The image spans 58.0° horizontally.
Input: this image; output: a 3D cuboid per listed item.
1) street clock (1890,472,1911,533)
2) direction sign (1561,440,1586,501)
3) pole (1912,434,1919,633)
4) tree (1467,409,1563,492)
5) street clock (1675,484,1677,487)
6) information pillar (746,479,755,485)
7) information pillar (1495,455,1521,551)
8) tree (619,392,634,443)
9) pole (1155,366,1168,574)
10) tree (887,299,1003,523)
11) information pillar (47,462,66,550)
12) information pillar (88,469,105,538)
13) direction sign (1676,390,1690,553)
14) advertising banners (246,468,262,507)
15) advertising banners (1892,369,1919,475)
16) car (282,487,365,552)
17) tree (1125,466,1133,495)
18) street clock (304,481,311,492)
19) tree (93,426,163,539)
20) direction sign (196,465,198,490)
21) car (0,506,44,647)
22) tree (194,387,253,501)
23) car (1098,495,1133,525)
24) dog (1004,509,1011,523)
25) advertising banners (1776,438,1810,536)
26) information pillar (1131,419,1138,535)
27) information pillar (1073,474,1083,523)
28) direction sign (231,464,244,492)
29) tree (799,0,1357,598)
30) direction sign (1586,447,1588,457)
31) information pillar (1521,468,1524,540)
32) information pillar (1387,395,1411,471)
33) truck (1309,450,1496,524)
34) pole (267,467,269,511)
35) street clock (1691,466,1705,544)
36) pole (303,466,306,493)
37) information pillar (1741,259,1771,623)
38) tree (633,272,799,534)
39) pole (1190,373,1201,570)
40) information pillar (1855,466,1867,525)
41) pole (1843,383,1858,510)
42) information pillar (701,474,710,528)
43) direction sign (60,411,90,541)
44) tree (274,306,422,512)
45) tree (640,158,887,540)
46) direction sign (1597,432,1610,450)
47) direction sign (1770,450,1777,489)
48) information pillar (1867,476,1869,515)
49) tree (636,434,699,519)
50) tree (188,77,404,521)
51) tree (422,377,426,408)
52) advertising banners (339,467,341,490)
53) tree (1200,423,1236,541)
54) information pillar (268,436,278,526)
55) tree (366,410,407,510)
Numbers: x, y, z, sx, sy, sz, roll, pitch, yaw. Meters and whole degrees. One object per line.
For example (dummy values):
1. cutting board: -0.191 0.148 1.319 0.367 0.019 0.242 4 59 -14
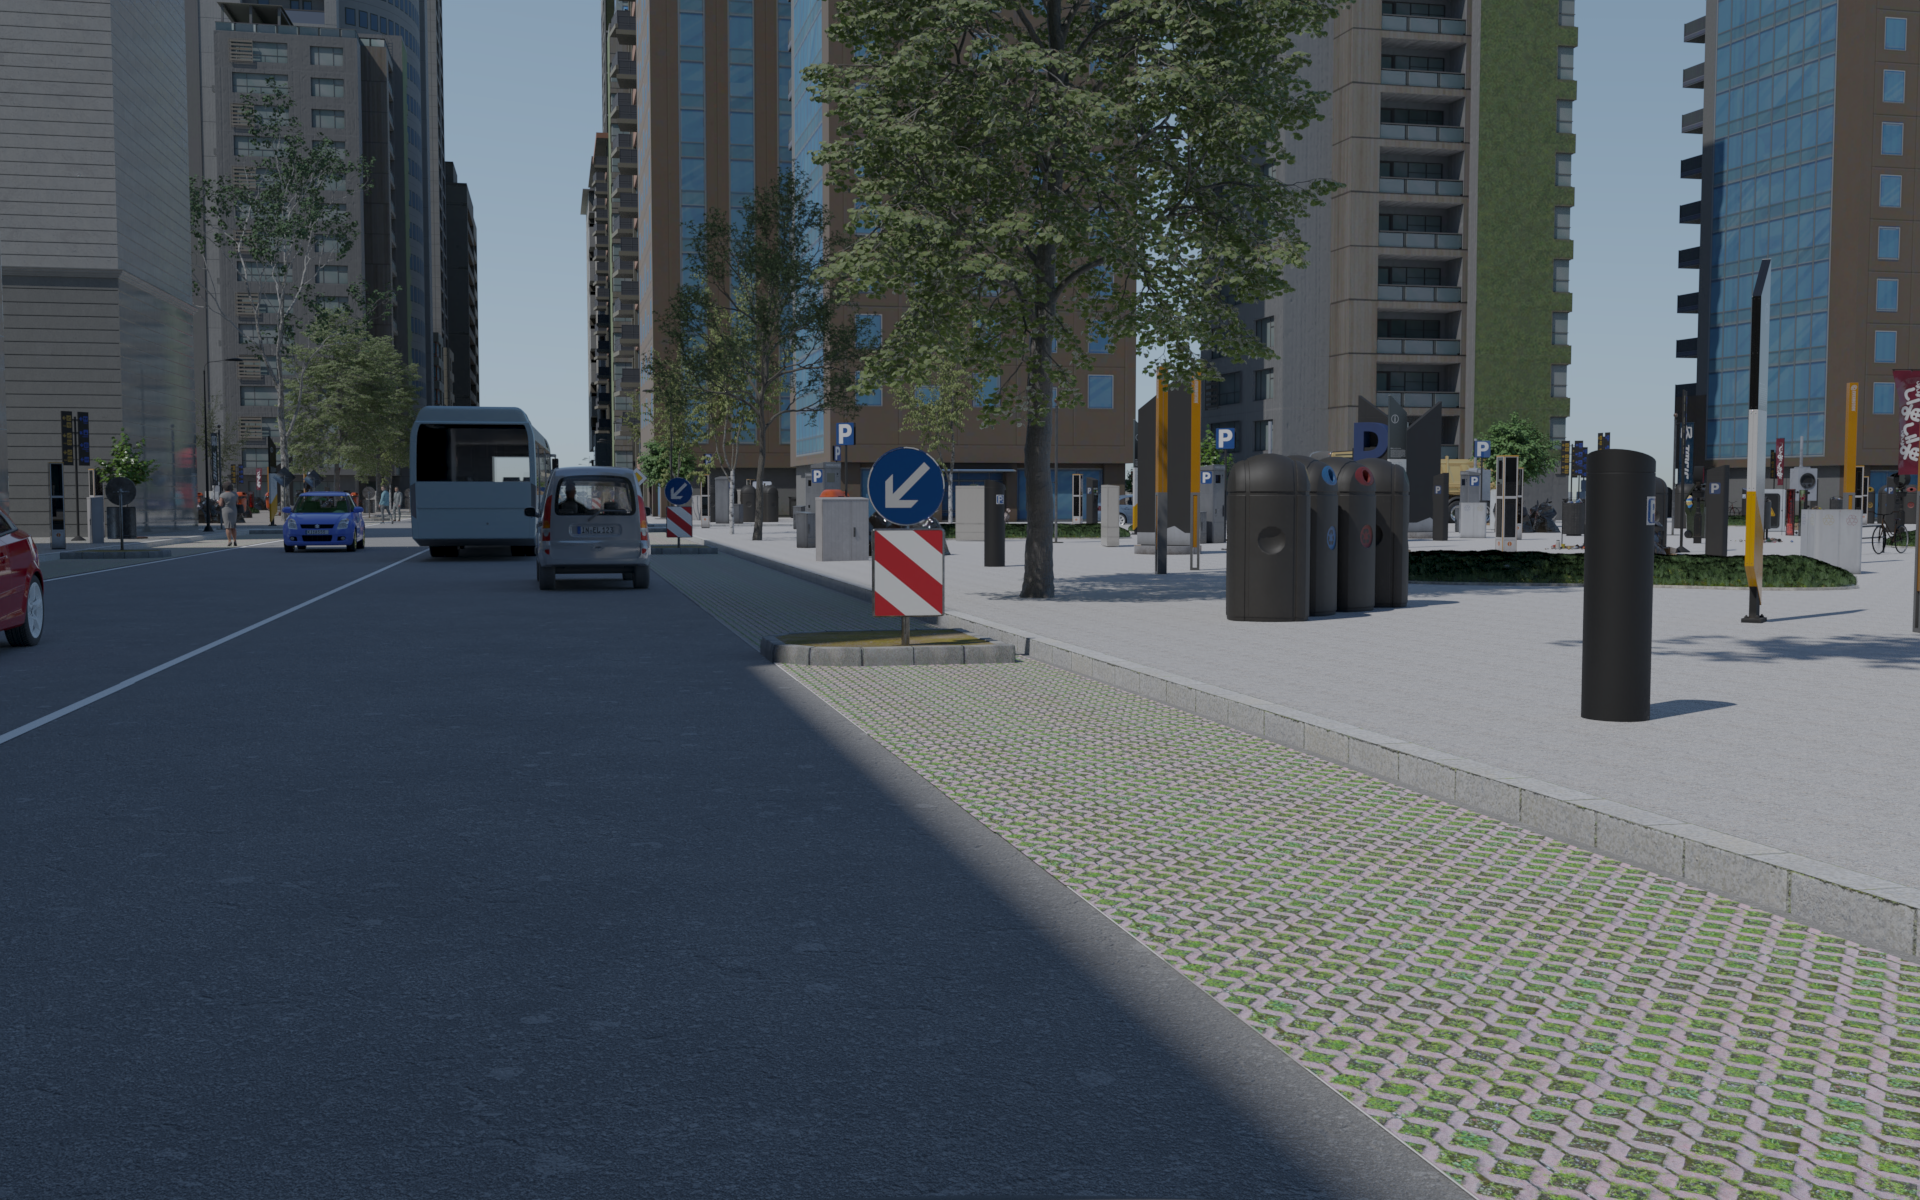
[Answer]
1. street clock: 30.417 -3.143 55.965 0.358 2.002 0.471 -1 4 -20
2. direction sign: 25.881 -4.973 73.305 0.876 3.537 0.379 1 4 18
3. pole: 8.926 -1.350 15.918 0.158 3.312 0.155 0 3 0
4. tree: 21.389 -5.096 67.026 4.285 4.588 4.351 0 3 0
5. street clock: 47.564 -6.729 114.595 0.471 2.002 0.358 -1 4 -22
6. information pillar: -10.377 -4.981 85.936 0.304 2.012 0.304 3 5 44
7. information pillar: 10.418 -1.744 33.010 0.304 2.012 0.304 -1 4 -10
8. tree: -13.548 -8.134 83.359 4.737 8.622 4.395 0 3 0
9. pole: 3.220 -2.069 27.676 0.158 3.312 0.155 0 3 0
10. tree: -0.587 -6.908 63.314 4.737 8.622 4.395 0 3 0
11. information pillar: -20.920 -2.179 40.117 0.304 2.012 0.304 -2 4 -34
12. information pillar: -25.332 -2.835 50.839 0.304 2.012 0.304 3 4 38
13. direction sign: 15.855 -2.812 37.974 0.379 3.537 0.876 2 4 27
14. advertising banners: -48.016 -7.403 117.220 2.074 3.025 0.090 1 4 22
15. advertising banners: 14.087 -1.721 24.323 2.074 3.025 0.090 0 4 1
16. car: -16.105 -2.100 43.919 1.945 1.707 3.694 -1 4 -14
17. tree: 11.995 -7.662 119.868 1.663 3.219 1.824 0 3 0
18. street clock: -36.151 -5.588 95.938 0.358 2.002 0.471 -3 5 -40
19. tree: -23.995 -3.363 49.590 1.663 3.219 1.824 0 3 0
20. direction sign: -54.648 -8.076 124.044 0.379 3.537 0.876 -1 4 -21
21. car: -9.221 -0.348 14.725 2.155 1.783 4.494 -1 4 -15
22. tree: -51.706 -10.397 120.359 4.360 8.622 3.978 0 3 0
23. car: 7.812 -3.826 74.552 4.499 1.417 2.014 -1 4 -12
24. dog: 1.917 -3.466 73.504 0.513 0.831 0.800 0 3 0
25. advertising banners: 25.572 -3.490 53.250 0.090 3.025 2.074 0 4 -1
26. information pillar: 5.658 -3.864 54.537 0.504 3.616 0.183 -2 4 -27
27. information pillar: 4.348 -3.639 63.989 0.304 2.012 0.304 2 4 23
28. direction sign: -54.821 -8.527 131.410 0.876 3.537 0.379 -1 4 -20
29. tree: 1.273 -6.322 21.494 7.486 12.596 7.792 0 3 0
30. direction sign: 29.759 -5.582 83.265 0.876 3.537 0.379 -1 4 -15
31. information pillar: 15.513 -2.686 48.404 0.304 2.012 0.304 -1 4 -16
32. information pillar: 10.357 -3.044 41.125 0.504 3.616 0.183 -1 4 -20
33. truck: 19.621 -5.005 77.762 9.791 3.379 3.469 -1 4 -11
34. pole: -51.678 -8.301 129.569 0.158 3.312 0.155 0 3 0
35. street clock: 19.138 -2.466 44.893 0.358 2.002 0.471 2 4 29
36. pole: -46.663 -7.926 123.432 0.158 3.312 0.155 0 3 0
37. information pillar: 7.908 -1.579 17.173 0.183 3.616 0.504 2 4 34
38. tree: -7.250 -6.411 55.184 4.737 8.622 4.395 0 3 0
39. pole: 3.956 -2.154 29.065 0.158 3.312 0.155 0 3 0
40. information pillar: 23.252 -2.478 45.003 0.304 2.012 0.304 1 4 9
41. pole: 16.352 -2.323 31.827 0.158 3.312 0.155 0 3 0
42. information pillar: -9.539 -3.696 64.918 0.304 2.012 0.304 0 4 1
43. direction sign: -24.245 -3.397 47.530 0.379 3.537 0.876 1 4 22
44. tree: -37.378 -11.421 104.868 7.486 12.596 7.792 0 3 0
45. tree: -5.270 -6.926 47.653 7.601 10.594 8.767 -1 4 -9
46. direction sign: 23.671 -4.389 63.760 0.379 3.537 0.876 0 4 -7
47. direction sign: 41.663 -5.911 88.636 0.876 3.537 0.379 -3 4 -39
48. information pillar: 37.681 -4.146 72.283 0.304 2.012 0.304 0 4 7
49. tree: -14.950 -6.424 88.744 4.285 4.588 4.351 0 3 0
50. tree: -32.766 -13.782 81.229 12.611 20.169 13.585 0 3 0
51. tree: -41.361 -12.545 123.232 7.486 12.596 7.792 0 3 0
52. advertising banners: -41.021 -7.143 112.969 0.090 3.025 2.074 1 4 18
53. tree: 6.679 -3.226 47.354 1.663 3.219 1.824 0 3 0
54. information pillar: -27.704 -4.798 69.797 0.183 3.616 0.504 1 4 8
55. tree: -45.866 -11.505 138.476 4.737 8.622 4.395 0 3 0
